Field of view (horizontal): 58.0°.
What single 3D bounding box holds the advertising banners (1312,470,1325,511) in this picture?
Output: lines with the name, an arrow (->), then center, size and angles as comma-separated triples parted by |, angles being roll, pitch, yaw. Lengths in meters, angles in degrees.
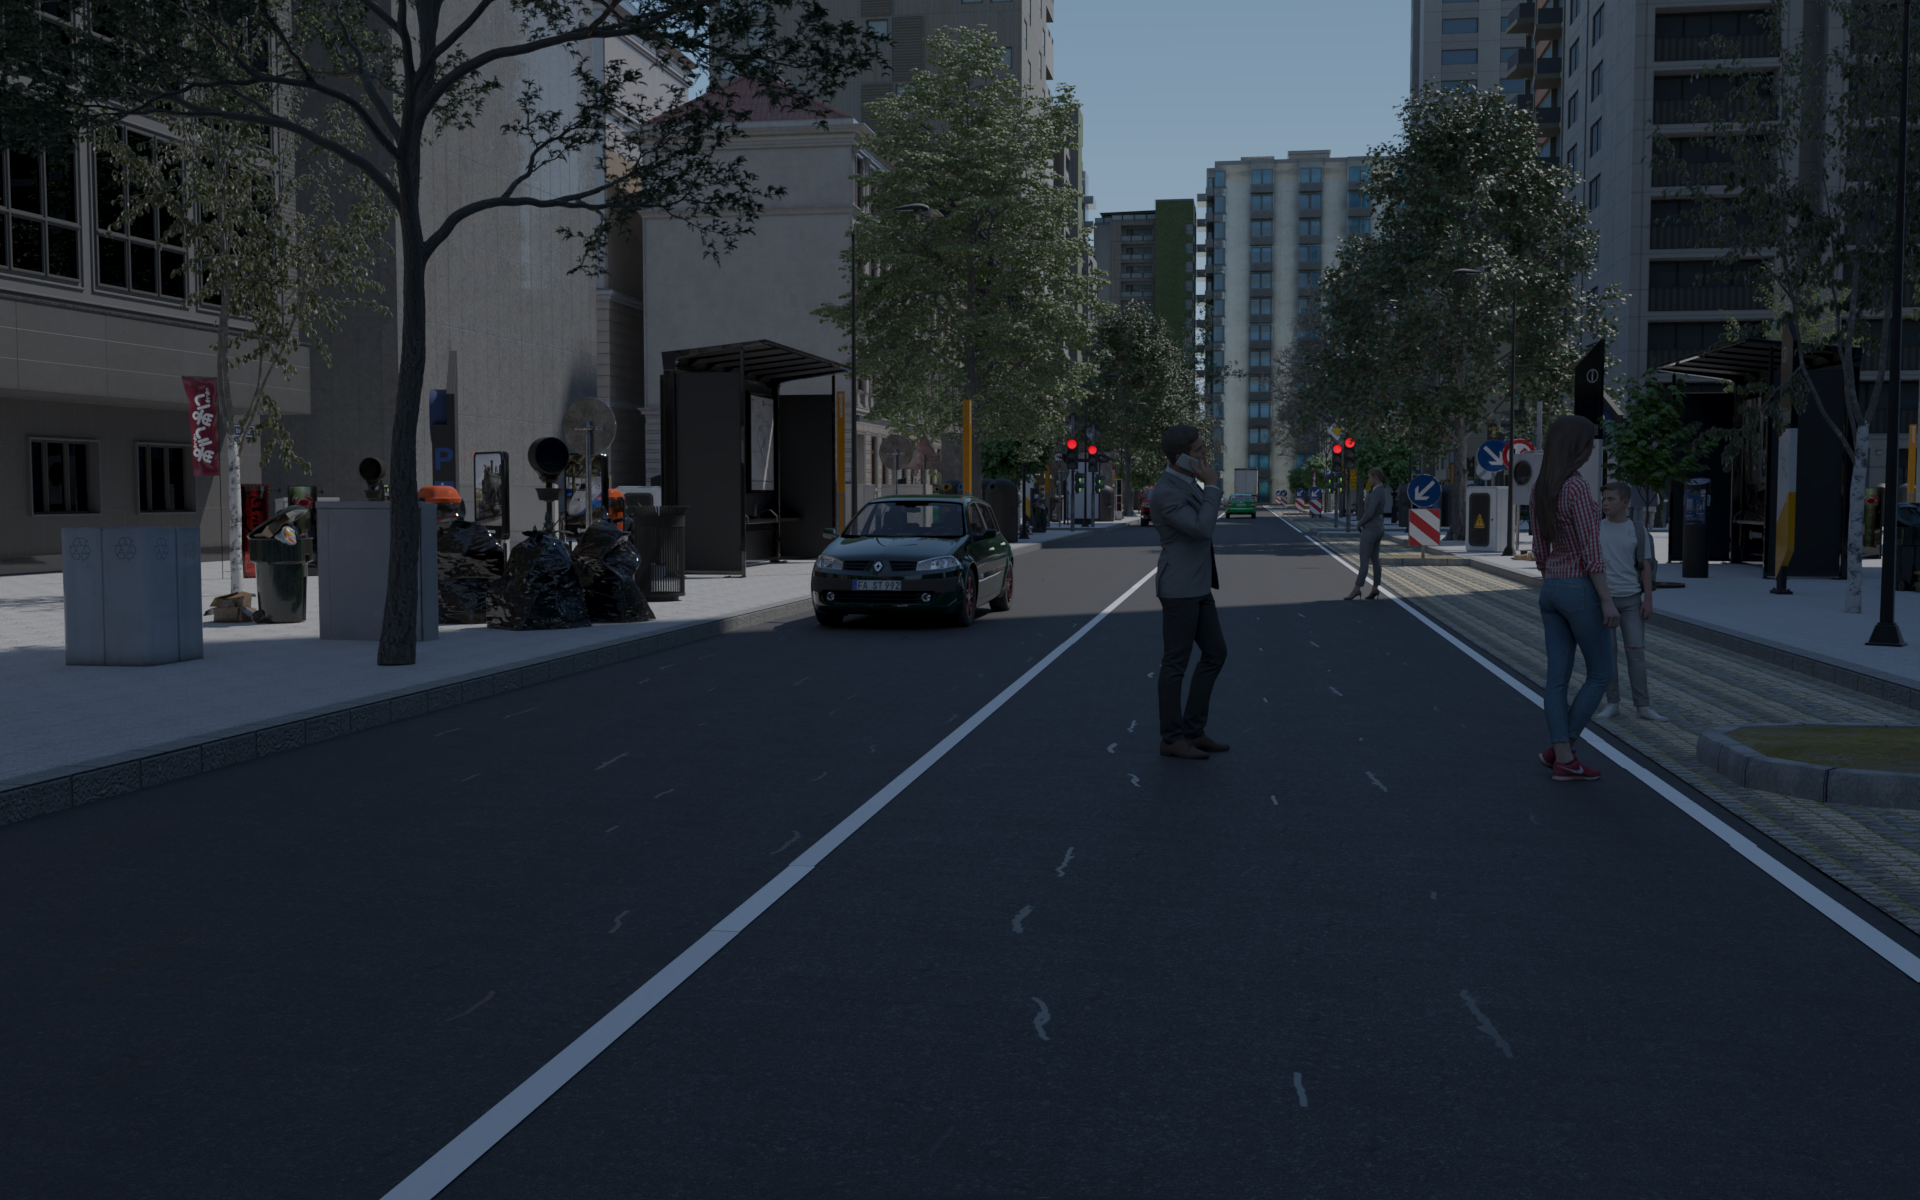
advertising banners -> 26.186, -7.925, 125.768 | 0.090, 3.025, 2.074 | -2, 4, -25

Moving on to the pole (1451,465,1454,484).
pole -> 34.563, -7.813, 121.591 | 0.158, 3.312, 0.155 | 0, 3, 0

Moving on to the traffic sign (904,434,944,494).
traffic sign -> -0.775, -2.287, 37.397 | 0.884, 2.594, 0.081 | 1, 4, 13

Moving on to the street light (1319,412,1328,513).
street light -> 20.921, -7.595, 96.715 | 1.470, 5.913, 1.316 | 1, 4, 9

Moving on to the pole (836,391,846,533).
pole -> -2.367, -2.481, 34.407 | 0.158, 3.312, 0.155 | 0, 3, 0

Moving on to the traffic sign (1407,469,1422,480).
traffic sign -> 23.268, -5.417, 88.678 | 0.768, 2.556, 0.104 | 1, 4, 14

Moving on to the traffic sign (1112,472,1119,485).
traffic sign -> 7.387, -5.122, 84.927 | 0.795, 2.450, 0.064 | 1, 4, 10

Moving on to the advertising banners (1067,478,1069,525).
advertising banners -> 4.445, -4.596, 71.338 | 0.090, 3.025, 2.074 | 0, 4, 5

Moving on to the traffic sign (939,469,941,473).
traffic sign -> -0.344, -3.571, 58.492 | 0.768, 2.556, 0.104 | 1, 4, 17

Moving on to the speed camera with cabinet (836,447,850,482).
speed camera with cabinet -> -4.812, -4.754, 72.069 | 0.660, 3.252, 2.038 | -1, 4, -12

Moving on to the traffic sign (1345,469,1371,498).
traffic sign -> 25.594, -7.123, 110.332 | 2.265, 3.308, 0.079 | 1, 4, 19

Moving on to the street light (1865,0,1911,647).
street light -> 7.330, -2.573, 14.617 | 1.470, 5.913, 1.316 | 1, 4, 9

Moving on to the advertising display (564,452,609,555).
advertising display -> -5.841, -1.338, 27.090 | 0.974, 1.923, 0.123 | 3, 5, 41

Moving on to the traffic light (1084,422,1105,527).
traffic light -> 5.181, -4.787, 67.184 | 0.839, 4.253, 0.868 | 1, 4, 9

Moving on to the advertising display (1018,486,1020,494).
advertising display -> 4.192, -7.419, 126.512 | 0.974, 1.923, 0.123 | 1, 4, 17

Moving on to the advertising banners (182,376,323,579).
advertising banners -> -10.730, -1.845, 26.355 | 2.074, 3.025, 0.090 | -3, 5, -42

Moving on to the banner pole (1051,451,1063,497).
banner pole -> 4.921, -6.047, 88.887 | 0.863, 3.779, 0.401 | 2, 4, 34

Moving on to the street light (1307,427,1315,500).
street light -> 24.386, -8.892, 117.929 | 1.470, 5.913, 1.316 | 1, 4, 9

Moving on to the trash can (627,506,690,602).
trash can -> -3.613, -0.561, 20.819 | 0.748, 1.137, 0.748 | 0, 3, 0

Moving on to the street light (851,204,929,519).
street light -> -1.186, -3.389, 27.958 | 1.470, 5.913, 1.316 | 1, 4, 9

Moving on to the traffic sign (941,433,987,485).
traffic sign -> 0.461, -3.881, 57.331 | 2.265, 3.308, 0.079 | 1, 4, 16

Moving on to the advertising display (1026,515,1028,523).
advertising display -> 2.886, -4.237, 74.481 | 0.123, 1.923, 0.974 | 1, 4, 18

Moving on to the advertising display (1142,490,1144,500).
advertising display -> 13.875, -7.703, 131.164 | 0.123, 1.923, 0.974 | 1, 4, 8

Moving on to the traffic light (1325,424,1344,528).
traffic light -> 14.271, -4.696, 65.700 | 0.839, 4.253, 0.868 | 1, 4, 9

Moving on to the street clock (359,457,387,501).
street clock -> -11.591, -1.814, 34.229 | 0.471, 2.002, 0.358 | 0, 4, 7

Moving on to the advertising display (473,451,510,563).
advertising display -> -7.123, -1.293, 26.355 | 0.123, 1.923, 0.974 | -3, 5, -40

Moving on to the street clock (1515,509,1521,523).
street clock -> 25.136, -4.493, 78.024 | 0.358, 2.002, 0.471 | -3, 4, -38

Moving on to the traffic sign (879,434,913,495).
traffic sign -> -1.374, -2.254, 36.961 | 0.768, 2.556, 0.104 | 1, 4, 16

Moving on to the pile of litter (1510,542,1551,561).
pile of litter -> 11.418, -1.180, 33.260 | 1.176, 0.858, 1.719 | -2, 4, -26

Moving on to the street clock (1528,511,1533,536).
street clock -> 17.681, -2.993, 53.502 | 0.471, 2.002, 0.358 | 1, 4, 20

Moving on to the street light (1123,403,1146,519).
street light -> 8.780, -7.084, 88.363 | 1.470, 5.913, 1.316 | 1, 4, 9

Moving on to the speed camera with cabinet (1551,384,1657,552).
speed camera with cabinet -> 11.454, -2.226, 30.727 | 2.038, 3.252, 0.660 | -2, 4, -27

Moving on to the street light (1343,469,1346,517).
street light -> 17.339, -6.274, 75.126 | 1.470, 5.913, 1.316 | 1, 4, 9

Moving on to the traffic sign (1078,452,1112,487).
traffic sign -> 6.326, -5.565, 84.862 | 2.265, 3.308, 0.079 | 1, 4, 13

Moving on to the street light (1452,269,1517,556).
street light -> 10.858, -3.870, 35.821 | 1.470, 5.913, 1.316 | 1, 4, 9

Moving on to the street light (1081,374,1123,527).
street light -> 5.408, -5.785, 67.133 | 1.470, 5.913, 1.316 | 1, 4, 9

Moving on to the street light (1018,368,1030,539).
street light -> 2.357, -4.686, 49.160 | 1.470, 5.913, 1.316 | 1, 4, 9

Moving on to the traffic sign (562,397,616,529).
traffic sign -> -4.887, -1.387, 22.789 | 0.768, 2.556, 0.104 | 1, 4, 13

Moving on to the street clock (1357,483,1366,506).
street clock -> 21.160, -5.305, 91.312 | 0.358, 2.002, 0.471 | -1, 4, -22

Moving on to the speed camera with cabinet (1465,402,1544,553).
speed camera with cabinet -> 11.938, -2.653, 37.708 | 0.660, 3.252, 2.038 | -2, 4, -26

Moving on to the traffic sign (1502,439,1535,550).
traffic sign -> 12.858, -2.433, 39.885 | 0.768, 2.556, 0.104 | 1, 4, 12

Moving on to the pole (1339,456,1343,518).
pole -> 20.508, -6.078, 93.216 | 0.158, 3.312, 0.155 | 0, 3, 0

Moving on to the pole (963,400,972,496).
pole -> 0.156, -2.680, 37.657 | 0.158, 3.312, 0.155 | 0, 3, 0

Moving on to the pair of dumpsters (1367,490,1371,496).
pair of dumpsters -> 27.478, -6.756, 112.957 | 1.574, 2.255, 4.437 | 1, 4, 10

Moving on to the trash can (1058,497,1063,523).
trash can -> 4.344, -4.074, 78.265 | 0.748, 1.137, 0.748 | 0, 3, 0

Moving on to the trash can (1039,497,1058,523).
trash can -> 3.705, -3.951, 76.246 | 0.748, 1.137, 0.748 | 0, 3, 0

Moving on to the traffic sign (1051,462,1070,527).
traffic sign -> 3.922, -4.155, 68.038 | 0.768, 2.556, 0.104 | 1, 4, 15

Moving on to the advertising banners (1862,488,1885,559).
advertising banners -> 17.588, -2.360, 34.774 | 0.090, 3.025, 2.074 | -2, 4, -34

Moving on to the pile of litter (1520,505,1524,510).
pile of litter -> 31.724, -5.182, 98.683 | 1.176, 0.858, 1.719 | 0, 4, -8

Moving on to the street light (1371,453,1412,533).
street light -> 14.394, -5.192, 57.432 | 1.470, 5.913, 1.316 | 1, 4, 9

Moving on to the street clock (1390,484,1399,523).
street clock -> 18.957, -4.344, 75.598 | 0.358, 2.002, 0.471 | 3, 4, 37

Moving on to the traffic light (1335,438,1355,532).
traffic light -> 12.966, -4.214, 57.822 | 0.839, 4.253, 0.868 | 1, 4, 9

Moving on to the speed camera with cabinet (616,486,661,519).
speed camera with cabinet -> -6.388, -2.631, 37.357 | 2.038, 3.252, 0.660 | -1, 4, -13

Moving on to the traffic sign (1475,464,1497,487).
traffic sign -> 19.471, -3.916, 64.140 | 0.768, 2.556, 0.104 | 1, 4, 16

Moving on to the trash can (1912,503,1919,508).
trash can -> 16.204, -1.050, 28.828 | 0.748, 1.137, 0.748 | 0, 3, 0

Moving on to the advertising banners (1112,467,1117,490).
advertising banners -> 8.918, -6.919, 109.314 | 2.074, 3.025, 0.090 | 1, 4, 16

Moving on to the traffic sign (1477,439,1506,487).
traffic sign -> 12.430, -2.465, 40.403 | 0.768, 2.556, 0.104 | 1, 4, 13

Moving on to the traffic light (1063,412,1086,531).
traffic light -> 3.875, -4.305, 59.306 | 0.839, 4.253, 0.868 | 1, 4, 9

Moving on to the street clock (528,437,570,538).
street clock -> -5.223, -1.068, 22.035 | 0.471, 2.002, 0.358 | -2, 4, -35
